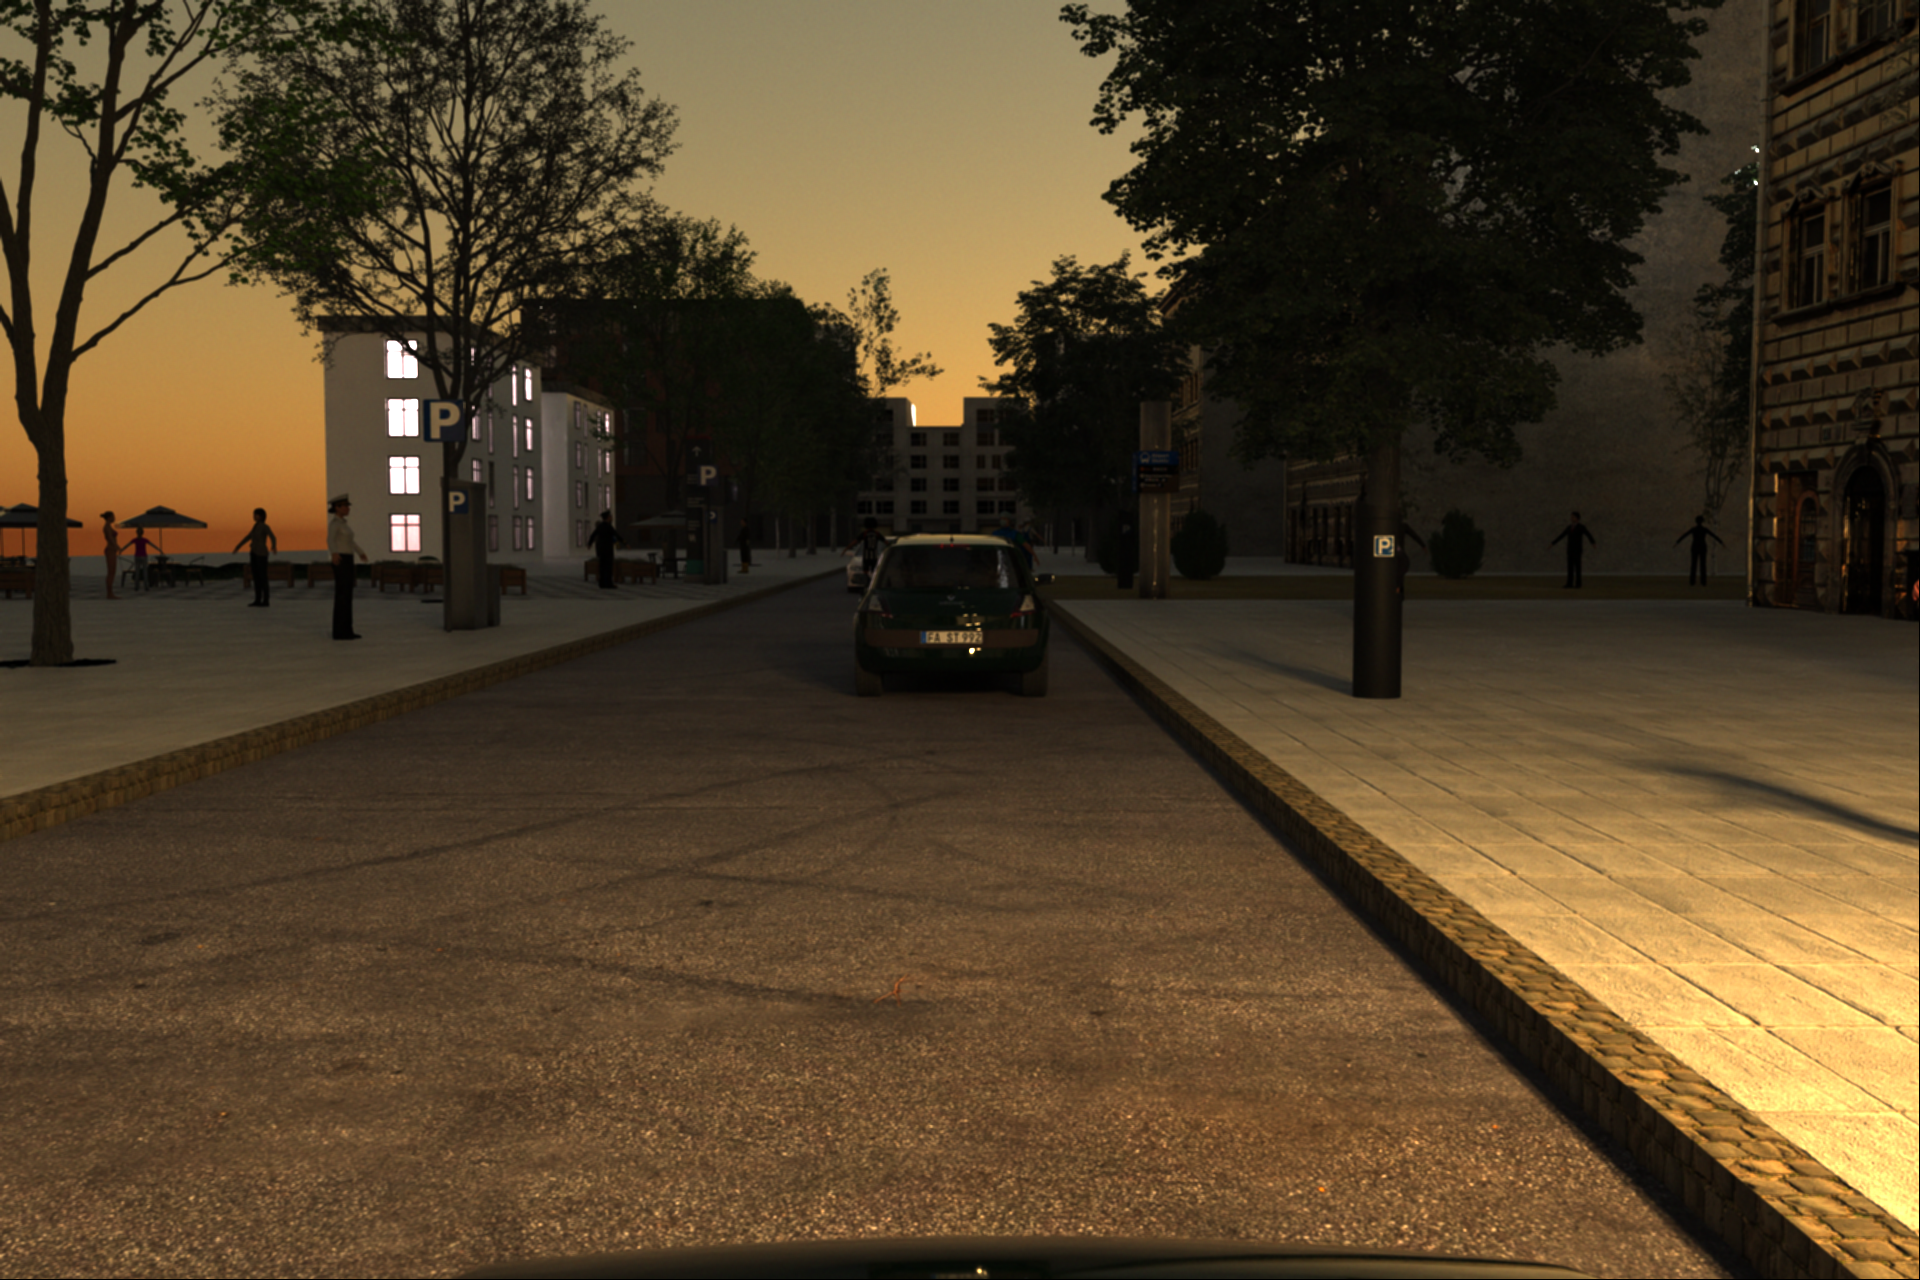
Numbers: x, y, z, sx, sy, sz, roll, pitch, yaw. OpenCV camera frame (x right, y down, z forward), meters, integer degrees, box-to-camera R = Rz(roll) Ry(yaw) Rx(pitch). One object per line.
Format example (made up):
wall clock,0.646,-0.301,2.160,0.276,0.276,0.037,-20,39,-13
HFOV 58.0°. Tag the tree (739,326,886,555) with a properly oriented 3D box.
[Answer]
tree,-9.275,-12.313,107.980,9.857,13.997,8.962,0,3,0

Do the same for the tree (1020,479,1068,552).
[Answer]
tree,6.402,-10.662,124.678,4.737,8.622,4.395,0,3,0

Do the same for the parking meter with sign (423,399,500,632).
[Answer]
parking meter with sign,-6.649,-1.655,23.324,0.543,3.016,1.738,0,4,1

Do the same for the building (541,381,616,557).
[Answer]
building,-26.168,-10.217,109.196,9.099,9.664,28.070,0,4,-1

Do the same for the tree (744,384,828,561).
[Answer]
tree,-8.681,-8.132,83.323,4.737,8.622,4.395,0,3,0

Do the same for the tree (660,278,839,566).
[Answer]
tree,-8.484,-8.814,69.864,9.928,11.665,9.643,0,3,0

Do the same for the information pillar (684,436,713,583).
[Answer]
information pillar,-6.901,-3.454,45.856,0.750,3.857,0.750,0,4,-1

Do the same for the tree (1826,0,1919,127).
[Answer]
tree,6.414,-5.974,8.047,12.009,13.543,11.850,0,3,0

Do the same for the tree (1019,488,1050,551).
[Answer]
tree,6.657,-11.071,131.371,4.360,8.622,3.978,0,3,0

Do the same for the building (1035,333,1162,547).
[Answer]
building,22.217,-21.320,192.557,27.936,21.610,32.646,0,4,0

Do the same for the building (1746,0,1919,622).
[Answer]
building,23.196,-11.622,20.954,19.493,23.208,18.063,0,4,0

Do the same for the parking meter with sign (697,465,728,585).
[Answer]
parking meter with sign,-6.297,-2.944,44.392,0.543,3.016,1.738,0,4,2

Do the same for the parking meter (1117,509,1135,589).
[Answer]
parking meter,3.909,-2.142,40.735,0.399,1.863,0.255,0,4,0

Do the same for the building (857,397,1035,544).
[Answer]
building,0.789,-22.106,230.343,31.486,18.905,16.747,0,4,2

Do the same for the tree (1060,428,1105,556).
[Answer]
tree,6.321,-9.128,99.602,4.360,8.622,3.978,0,3,0

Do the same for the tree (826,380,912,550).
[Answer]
tree,-8.865,-13.962,138.643,12.009,13.543,11.850,0,3,0

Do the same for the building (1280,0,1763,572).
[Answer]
building,23.513,-14.402,66.407,19.493,23.208,18.063,0,3,0

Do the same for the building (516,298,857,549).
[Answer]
building,-24.622,-19.735,166.649,27.936,21.610,32.646,0,4,-1

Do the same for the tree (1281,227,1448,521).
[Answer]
tree,9.896,-5.483,40.001,4.360,8.622,3.978,0,3,0

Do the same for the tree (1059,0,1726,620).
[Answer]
tree,6.220,-7.262,25.395,9.857,13.997,8.962,0,3,0

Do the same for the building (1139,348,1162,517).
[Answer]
building,23.175,-19.351,172.803,16.016,20.090,11.380,0,4,0

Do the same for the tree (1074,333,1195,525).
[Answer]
tree,5.843,-6.968,64.282,4.360,8.622,3.978,0,3,0

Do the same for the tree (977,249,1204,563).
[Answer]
tree,5.874,-10.422,77.059,9.857,13.997,8.962,0,3,0

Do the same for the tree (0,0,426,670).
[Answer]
tree,-8.787,-5.546,16.440,9.928,11.665,9.643,0,3,0

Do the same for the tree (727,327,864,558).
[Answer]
tree,-8.994,-10.720,93.403,7.486,12.596,7.792,0,3,0

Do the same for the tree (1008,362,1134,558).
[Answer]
tree,6.638,-9.535,90.317,8.767,10.594,7.601,0,4,3

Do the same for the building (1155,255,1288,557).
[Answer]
building,22.703,-16.821,105.945,19.493,23.208,18.063,0,4,0

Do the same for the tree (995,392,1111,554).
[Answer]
tree,6.307,-10.831,111.507,8.767,10.594,7.601,-2,4,-24

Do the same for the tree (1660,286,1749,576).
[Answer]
tree,22.641,-6.235,52.312,4.360,8.622,3.978,0,3,0

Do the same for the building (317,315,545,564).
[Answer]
building,-23.851,-8.469,80.623,9.099,9.664,28.070,0,4,0

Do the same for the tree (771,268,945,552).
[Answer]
tree,-7.948,-16.339,123.034,12.611,20.169,13.585,0,3,0

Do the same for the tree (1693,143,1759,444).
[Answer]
tree,22.204,-8.189,40.546,9.857,13.997,8.962,0,3,0

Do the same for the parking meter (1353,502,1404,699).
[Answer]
parking meter,3.284,-0.318,13.607,0.372,1.533,0.369,0,3,0

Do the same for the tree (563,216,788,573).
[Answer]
tree,-9.441,-8.009,56.701,9.928,11.665,9.643,0,3,0

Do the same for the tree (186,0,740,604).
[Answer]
tree,-9.383,-7.442,32.047,12.009,13.543,11.850,0,3,0
